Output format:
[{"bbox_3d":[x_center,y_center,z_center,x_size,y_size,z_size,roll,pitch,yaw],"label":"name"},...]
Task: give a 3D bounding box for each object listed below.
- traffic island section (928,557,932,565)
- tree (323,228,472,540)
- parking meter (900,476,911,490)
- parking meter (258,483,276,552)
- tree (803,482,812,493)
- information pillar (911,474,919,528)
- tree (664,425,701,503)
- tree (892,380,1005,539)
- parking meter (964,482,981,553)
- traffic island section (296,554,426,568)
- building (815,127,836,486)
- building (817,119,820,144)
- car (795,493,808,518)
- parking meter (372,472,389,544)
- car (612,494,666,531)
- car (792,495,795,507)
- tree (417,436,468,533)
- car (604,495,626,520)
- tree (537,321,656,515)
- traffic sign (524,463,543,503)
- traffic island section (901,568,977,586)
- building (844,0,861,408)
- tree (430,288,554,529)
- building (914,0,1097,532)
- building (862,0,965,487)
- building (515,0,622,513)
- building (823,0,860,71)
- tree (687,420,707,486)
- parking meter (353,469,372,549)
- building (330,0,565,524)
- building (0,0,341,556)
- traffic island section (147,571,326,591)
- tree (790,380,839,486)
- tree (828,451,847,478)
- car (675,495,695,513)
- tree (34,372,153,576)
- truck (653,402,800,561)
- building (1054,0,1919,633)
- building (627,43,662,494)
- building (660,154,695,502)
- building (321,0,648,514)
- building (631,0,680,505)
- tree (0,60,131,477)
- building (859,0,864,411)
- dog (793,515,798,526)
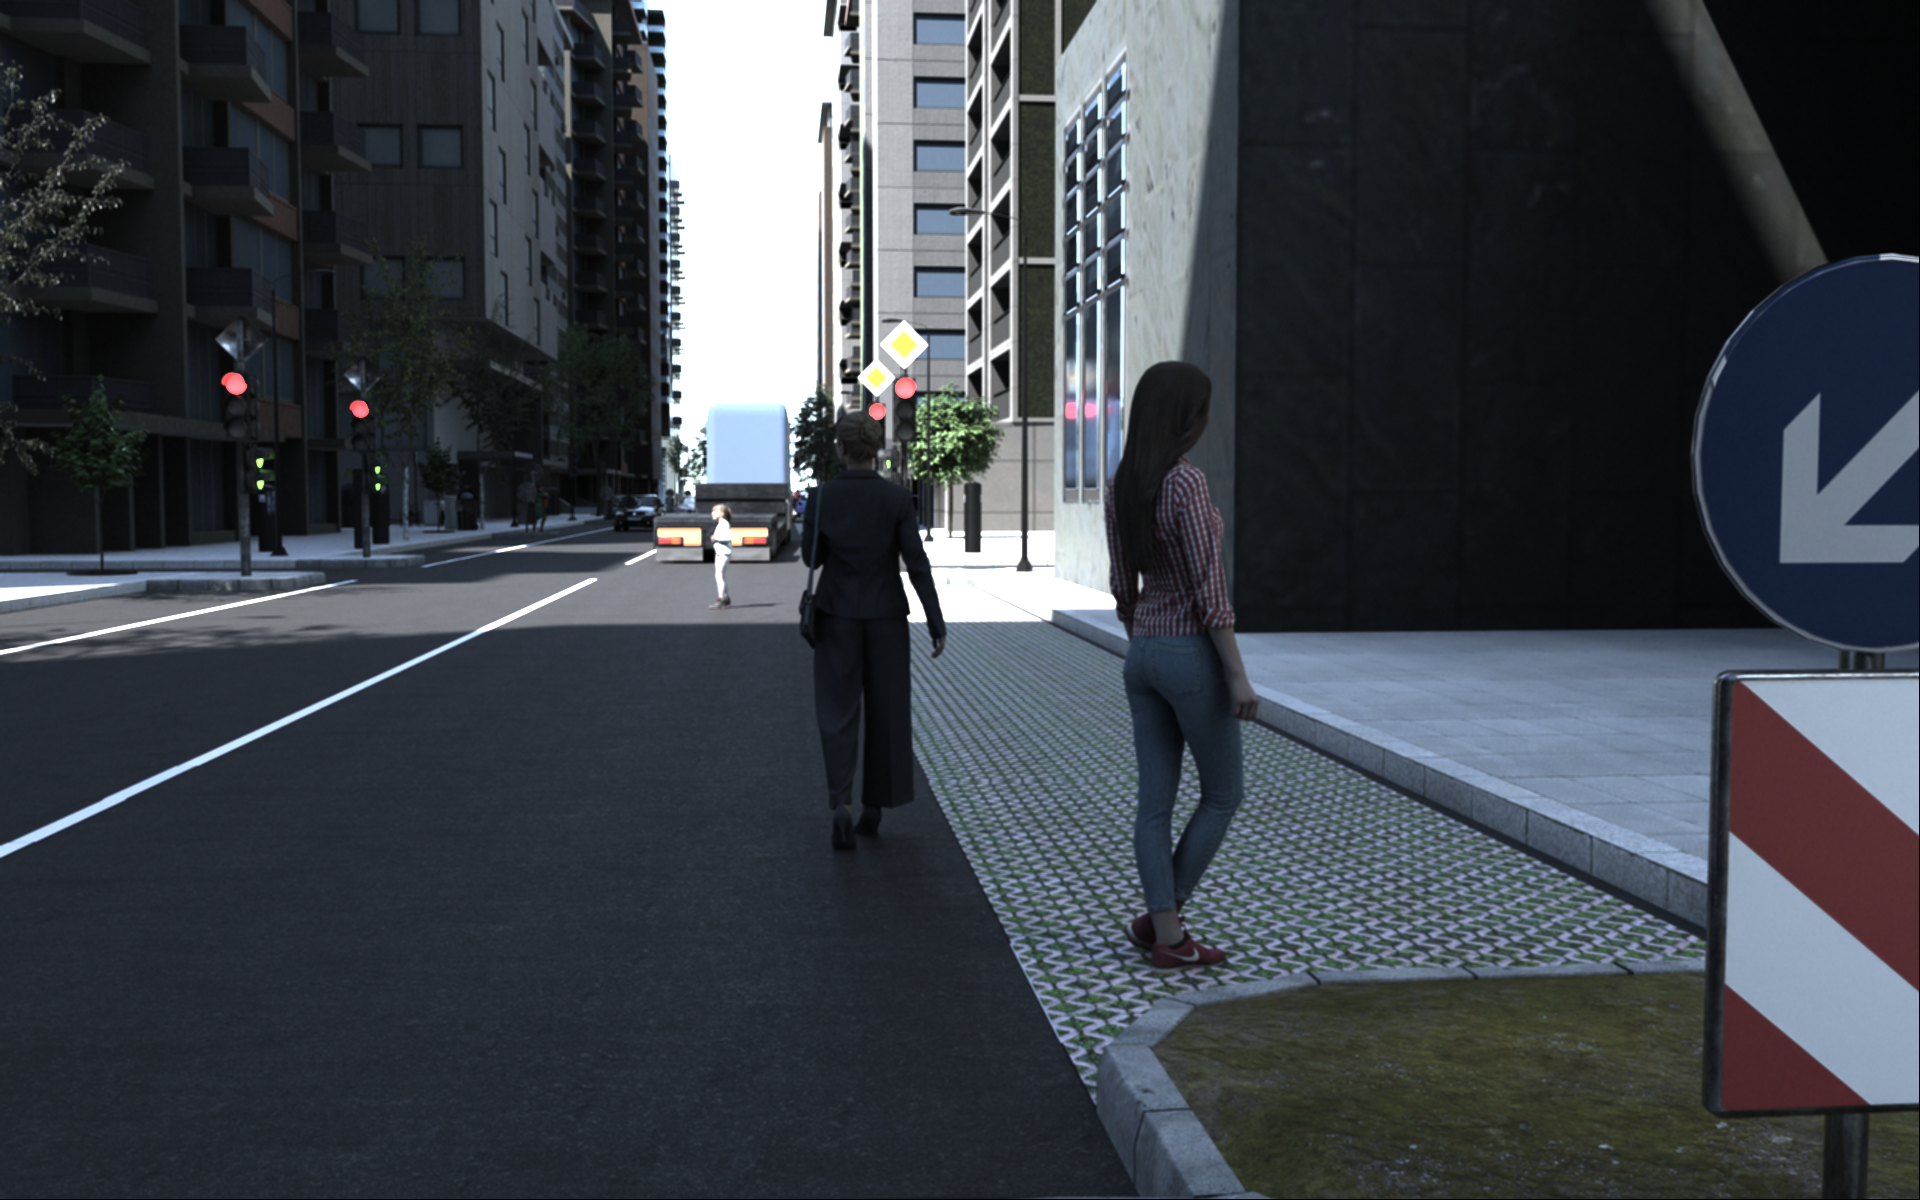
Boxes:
[{"bbox_3d":[-1.715,-0.851,36.193,2.009,0.180,2.903,0,4,-6],"label":"traffic island section"},{"bbox_3d":[-15.557,-5.988,48.265,4.737,8.622,4.395,0,3,0],"label":"tree"},{"bbox_3d":[-1.844,-3.170,57.546,0.255,1.863,0.399,3,4,39],"label":"parking meter"},{"bbox_3d":[-15.452,-1.848,38.620,0.372,1.533,0.369,0,3,0],"label":"parking meter"},{"bbox_3d":[-20.451,-14.618,233.606,1.663,3.219,1.824,0,3,0],"label":"tree"},{"bbox_3d":[-1.680,-3.700,64.984,0.304,2.012,0.304,0,4,-1],"label":"information pillar"},{"bbox_3d":[-29.912,-14.371,185.333,4.737,8.622,4.395,0,3,0],"label":"tree"},{"bbox_3d":[-0.348,-4.059,50.078,4.285,4.588,4.351,0,3,0],"label":"tree"},{"bbox_3d":[0.279,-1.790,37.684,0.372,1.533,0.369,0,3,0],"label":"parking meter"},{"bbox_3d":[-12.051,-0.785,35.121,2.009,0.180,2.903,0,4,-6],"label":"traffic island section"},{"bbox_3d":[-9.459,-34.085,207.404,14.600,45.320,14.200,0,4,-6],"label":"building"},{"bbox_3d":[-4.087,-39.122,228.877,28.713,52.752,27.495,0,4,-6],"label":"building"},{"bbox_3d":[-9.197,-5.930,106.548,1.945,1.707,3.694,0,4,-5],"label":"car"},{"bbox_3d":[-14.898,-2.374,44.524,0.255,1.863,0.399,2,4,27],"label":"parking meter"},{"bbox_3d":[-12.574,-3.565,68.077,2.009,1.686,4.222,0,4,-4],"label":"car"},{"bbox_3d":[-16.156,-9.856,173.142,2.014,1.417,4.499,0,4,-7],"label":"car"},{"bbox_3d":[-17.291,-3.866,57.817,1.663,3.219,1.824,0,3,0],"label":"tree"},{"bbox_3d":[-17.608,-4.806,90.579,2.014,1.417,4.499,0,4,-7],"label":"car"},{"bbox_3d":[-22.121,-10.983,105.331,9.928,11.665,9.643,0,3,0],"label":"tree"},{"bbox_3d":[-17.511,-4.343,71.106,0.768,2.556,0.104,0,4,-5],"label":"traffic sign"},{"bbox_3d":[-0.884,-0.365,28.251,2.009,0.180,2.903,0,4,-6],"label":"traffic island section"},{"bbox_3d":[1.645,-29.989,144.937,22.147,44.769,28.867,0,4,-6],"label":"building"},{"bbox_3d":[-17.096,-6.865,62.603,4.360,8.622,3.978,0,3,0],"label":"tree"},{"bbox_3d":[9.244,-38.155,62.081,20.563,71.187,20.611,0,4,-6],"label":"building"},{"bbox_3d":[5.018,-33.959,97.221,21.231,58.520,28.212,0,4,-6],"label":"building"},{"bbox_3d":[-40.495,-26.187,120.040,32.217,40.220,23.993,0,4,-6],"label":"building"},{"bbox_3d":[1.136,-35.699,172.921,28.713,52.752,27.495,0,4,-6],"label":"building"},{"bbox_3d":[-37.639,-21.046,262.229,7.486,12.596,7.792,0,3,0],"label":"tree"},{"bbox_3d":[-14.092,-2.142,40.735,0.255,1.863,0.399,0,4,-6],"label":"parking meter"},{"bbox_3d":[-34.461,-30.179,82.666,28.713,52.752,27.495,0,4,-6],"label":"building"},{"bbox_3d":[-29.336,-24.007,47.134,22.147,44.769,28.867,0,4,-6],"label":"building"},{"bbox_3d":[-11.220,-0.300,27.179,2.009,0.180,2.903,0,4,-6],"label":"traffic island section"},{"bbox_3d":[-15.093,-17.645,195.150,9.857,13.997,8.962,0,3,0],"label":"tree"},{"bbox_3d":[-7.056,-7.987,114.298,4.285,4.588,4.351,0,3,0],"label":"tree"},{"bbox_3d":[-14.183,-4.929,92.945,2.083,1.381,4.827,0,4,-5],"label":"car"},{"bbox_3d":[-13.644,-2.017,27.580,1.663,3.219,1.824,0,3,0],"label":"tree"},{"bbox_3d":[-5.789,-3.376,44.955,2.967,4.110,18.799,0,4,-4],"label":"truck"},{"bbox_3d":[14.140,-42.622,9.543,22.319,86.520,31.000,0,4,-6],"label":"building"},{"bbox_3d":[-36.782,-31.747,169.167,14.600,45.320,14.200,0,4,-6],"label":"building"},{"bbox_3d":[-49.091,-37.831,238.139,23.786,49.044,30.456,0,4,-6],"label":"building"},{"bbox_3d":[-38.500,-30.118,147.046,22.147,44.769,28.867,0,4,-6],"label":"building"},{"bbox_3d":[-44.746,-54.664,206.431,22.319,86.520,31.000,0,4,-6],"label":"building"},{"bbox_3d":[-13.187,-4.380,21.978,4.360,8.622,3.978,0,3,0],"label":"tree"},{"bbox_3d":[-0.150,-26.870,122.920,14.154,41.232,14.086,0,4,-6],"label":"building"},{"bbox_3d":[-7.612,-3.591,77.998,0.540,0.507,0.406,-2,4,-29],"label":"dog"}]
